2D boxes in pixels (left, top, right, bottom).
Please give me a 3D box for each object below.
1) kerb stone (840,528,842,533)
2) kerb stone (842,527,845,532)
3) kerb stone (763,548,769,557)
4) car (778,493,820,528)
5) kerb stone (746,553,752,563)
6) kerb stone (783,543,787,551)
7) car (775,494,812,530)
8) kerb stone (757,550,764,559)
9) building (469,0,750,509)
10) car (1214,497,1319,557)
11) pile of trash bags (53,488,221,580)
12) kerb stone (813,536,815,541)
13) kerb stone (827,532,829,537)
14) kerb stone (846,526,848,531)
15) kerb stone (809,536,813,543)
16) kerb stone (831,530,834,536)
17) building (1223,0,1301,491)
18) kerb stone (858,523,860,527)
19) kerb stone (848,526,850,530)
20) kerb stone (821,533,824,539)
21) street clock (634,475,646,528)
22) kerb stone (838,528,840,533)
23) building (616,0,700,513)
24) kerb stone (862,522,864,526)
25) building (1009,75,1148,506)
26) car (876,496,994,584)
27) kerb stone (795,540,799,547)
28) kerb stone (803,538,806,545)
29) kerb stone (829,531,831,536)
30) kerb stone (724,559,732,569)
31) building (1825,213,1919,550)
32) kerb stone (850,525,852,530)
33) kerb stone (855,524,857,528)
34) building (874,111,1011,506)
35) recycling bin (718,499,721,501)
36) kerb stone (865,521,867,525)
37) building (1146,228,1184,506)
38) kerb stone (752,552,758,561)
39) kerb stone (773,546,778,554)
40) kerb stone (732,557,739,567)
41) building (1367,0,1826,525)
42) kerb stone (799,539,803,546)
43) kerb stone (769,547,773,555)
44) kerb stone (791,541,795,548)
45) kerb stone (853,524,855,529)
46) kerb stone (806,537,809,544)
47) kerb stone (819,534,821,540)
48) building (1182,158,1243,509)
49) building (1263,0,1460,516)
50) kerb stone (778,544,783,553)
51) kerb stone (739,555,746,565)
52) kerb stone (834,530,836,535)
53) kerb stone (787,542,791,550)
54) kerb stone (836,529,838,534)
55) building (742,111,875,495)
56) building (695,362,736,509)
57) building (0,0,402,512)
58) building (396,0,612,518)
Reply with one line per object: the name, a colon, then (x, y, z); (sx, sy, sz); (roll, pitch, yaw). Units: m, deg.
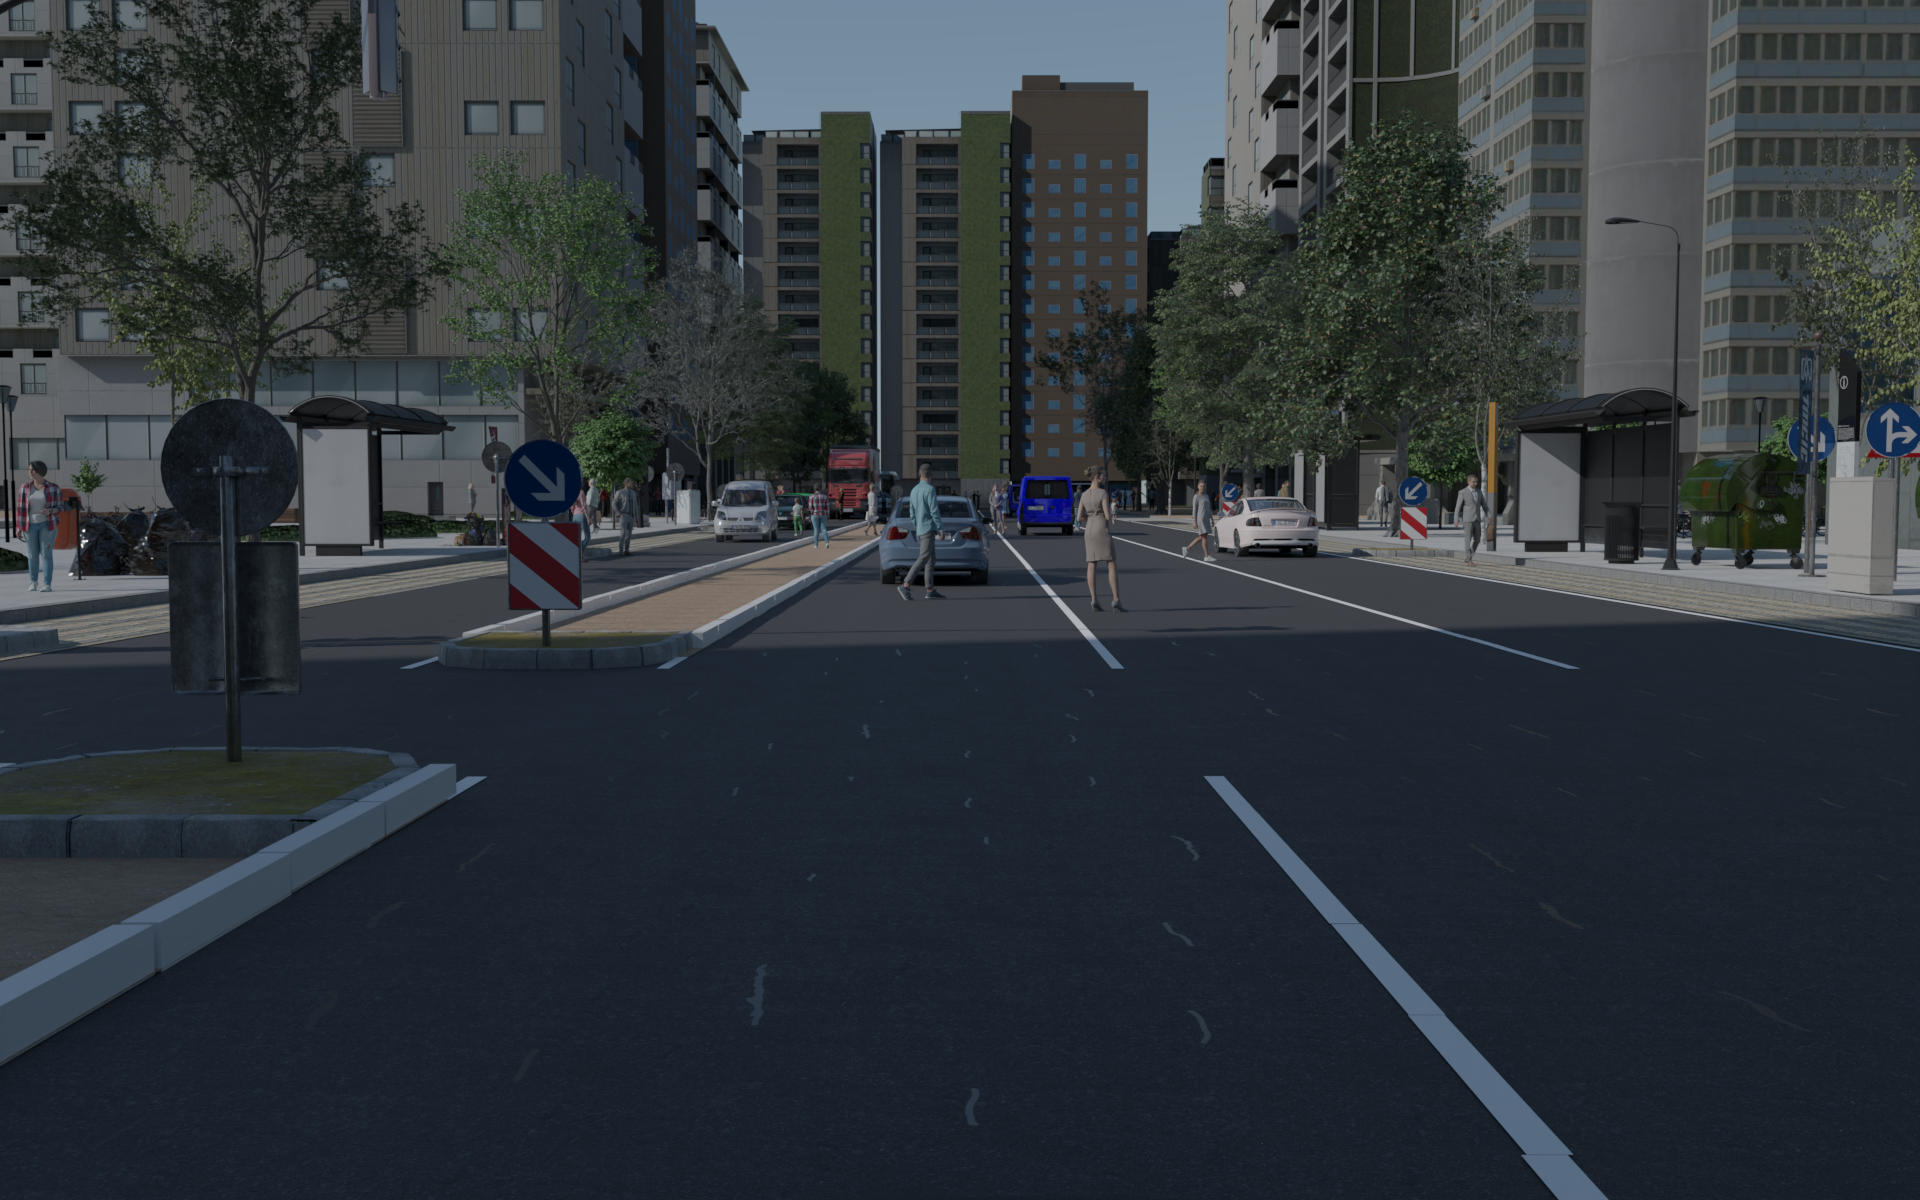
kerb stone: (-4.445, -2.475, 62.666); (0.120, 0.150, 1.000); (0, 3, 0)
kerb stone: (-4.435, -2.538, 63.695); (0.120, 0.150, 1.000); (0, 3, 0)
kerb stone: (-4.487, -1.028, 39.052); (0.120, 0.150, 1.000); (0, 3, 0)
car: (-6.932, -4.001, 74.210); (1.959, 1.807, 4.718); (0, 4, 1)
kerb stone: (-4.498, -0.840, 35.979); (0.120, 0.150, 1.000); (0, 3, 0)
kerb stone: (-4.477, -1.273, 43.155); (0.120, 0.150, 1.000); (0, 3, 0)
car: (-6.966, -3.660, 69.627); (2.009, 1.686, 4.222); (0, 4, 1)
kerb stone: (-4.486, -0.963, 38.030); (0.120, 0.150, 1.000); (0, 3, 0)
building: (-36.958, -37.091, 195.683); (27.495, 52.752, 28.713); (0, 3, 0)
car: (7.208, -1.748, 40.950); (2.083, 1.381, 4.827); (0, 4, -1)
pile of trash bags: (-13.166, -1.072, 27.282); (1.912, 1.369, 3.447); (1, 4, 9)
kerb stone: (-4.457, -1.785, 51.381); (0.120, 0.150, 1.000); (0, 3, 0)
kerb stone: (-4.450, -2.099, 56.507); (0.120, 0.150, 1.000); (0, 3, 0)
kerb stone: (-4.435, -2.663, 65.739); (0.120, 0.150, 1.000); (0, 3, 0)
kerb stone: (-4.461, -1.723, 50.359); (0.120, 0.150, 1.000); (0, 3, 0)
kerb stone: (-4.453, -2.224, 58.552); (0.120, 0.150, 1.000); (0, 3, 0)
building: (35.210, -33.074, 129.996); (28.713, 52.752, 27.495); (0, 3, 0)
kerb stone: (-4.418, -3.101, 72.914); (0.120, 0.150, 1.000); (0, 3, 0)
kerb stone: (-4.433, -2.726, 66.765); (0.120, 0.150, 1.000); (0, 3, 0)
kerb stone: (-4.447, -1.973, 54.462); (0.120, 0.150, 1.000); (0, 3, 0)
street clock: (-12.090, -3.723, 65.448); (0.471, 2.002, 0.358); (2, 4, 32)
kerb stone: (-4.444, -2.412, 61.639); (0.120, 0.150, 1.000); (0, 3, 0)
building: (-26.970, -29.060, 125.241); (14.600, 45.320, 14.200); (0, 3, 0)
kerb stone: (-4.413, -3.290, 75.982); (0.120, 0.150, 1.000); (0, 3, 0)
building: (12.550, -32.942, 188.712); (14.200, 45.320, 14.600); (0, 3, 0)
car: (-0.421, -1.033, 28.890); (2.014, 1.417, 4.499); (0, 4, -1)
kerb stone: (-4.475, -1.470, 46.236); (0.120, 0.150, 1.000); (0, 3, 0)
kerb stone: (-4.467, -1.596, 48.296); (0.120, 0.150, 1.000); (0, 3, 0)
kerb stone: (-4.453, -2.161, 57.530); (0.120, 0.150, 1.000); (0, 3, 0)
kerb stone: (-4.504, -0.655, 32.912); (0.120, 0.150, 1.000); (0, 3, 0)
building: (35.947, -43.939, 31.077); (31.000, 86.520, 22.319); (0, 3, 0)
kerb stone: (-4.428, -2.789, 67.800); (0.120, 0.150, 1.000); (0, 3, 0)
kerb stone: (-4.418, -2.977, 70.867); (0.120, 0.150, 1.000); (0, 3, 0)
building: (-1.594, -30.866, 188.252); (14.086, 41.232, 14.154); (0, 3, 0)
recycling bin: (-11.870, -4.617, 88.046); (0.722, 1.027, 0.722); (-2, 4, -28)
kerb stone: (-4.403, -3.415, 78.026); (0.120, 0.150, 1.000); (0, 3, 0)
building: (27.076, -25.526, 189.046); (14.107, 30.474, 14.160); (0, 3, 0)
kerb stone: (-4.496, -0.901, 37.007); (0.120, 0.150, 1.000); (0, 3, 0)
kerb stone: (-4.493, -1.157, 41.107); (0.120, 0.150, 1.000); (0, 3, 0)
kerb stone: (-4.499, -0.718, 33.934); (0.120, 0.150, 1.000); (0, 3, 0)
building: (36.362, -23.618, 78.032); (32.217, 40.220, 23.993); (0, 3, 0)
kerb stone: (-4.468, -1.533, 47.265); (0.120, 0.150, 1.000); (0, 3, 0)
kerb stone: (-4.492, -1.094, 40.075); (0.120, 0.150, 1.000); (0, 3, 0)
kerb stone: (-4.478, -1.408, 45.211); (0.120, 0.150, 1.000); (0, 3, 0)
kerb stone: (-4.421, -2.914, 69.844); (0.120, 0.150, 1.000); (0, 3, 0)
kerb stone: (-4.464, -1.653, 49.326); (0.120, 0.150, 1.000); (0, 3, 0)
kerb stone: (-4.464, -1.911, 53.437); (0.120, 0.150, 1.000); (0, 3, 0)
building: (27.744, -23.226, 151.454); (14.160, 30.474, 14.107); (0, 3, 0)
building: (30.682, -40.775, 104.923); (20.563, 71.187, 20.611); (0, 3, 0)
kerb stone: (-4.478, -1.219, 42.130); (0.120, 0.150, 1.000); (0, 3, 0)
kerb stone: (-4.501, -0.777, 34.956); (0.120, 0.150, 1.000); (0, 3, 0)
kerb stone: (-4.443, -2.286, 59.591); (0.120, 0.150, 1.000); (0, 3, 0)
kerb stone: (-4.475, -1.345, 44.182); (0.120, 0.150, 1.000); (0, 3, 0)
kerb stone: (-4.442, -2.350, 60.617); (0.120, 0.150, 1.000); (0, 3, 0)
building: (-16.184, -30.882, 188.519); (14.086, 41.232, 14.154); (0, 3, 0)
building: (-36.071, -50.914, 145.122); (31.000, 86.520, 22.319); (0, 3, 0)
building: (-65.333, -33.895, 143.419); (27.495, 52.752, 28.713); (0, 3, 0)
building: (-34.380, -31.467, 103.723); (28.713, 52.752, 27.495); (0, 3, 0)
